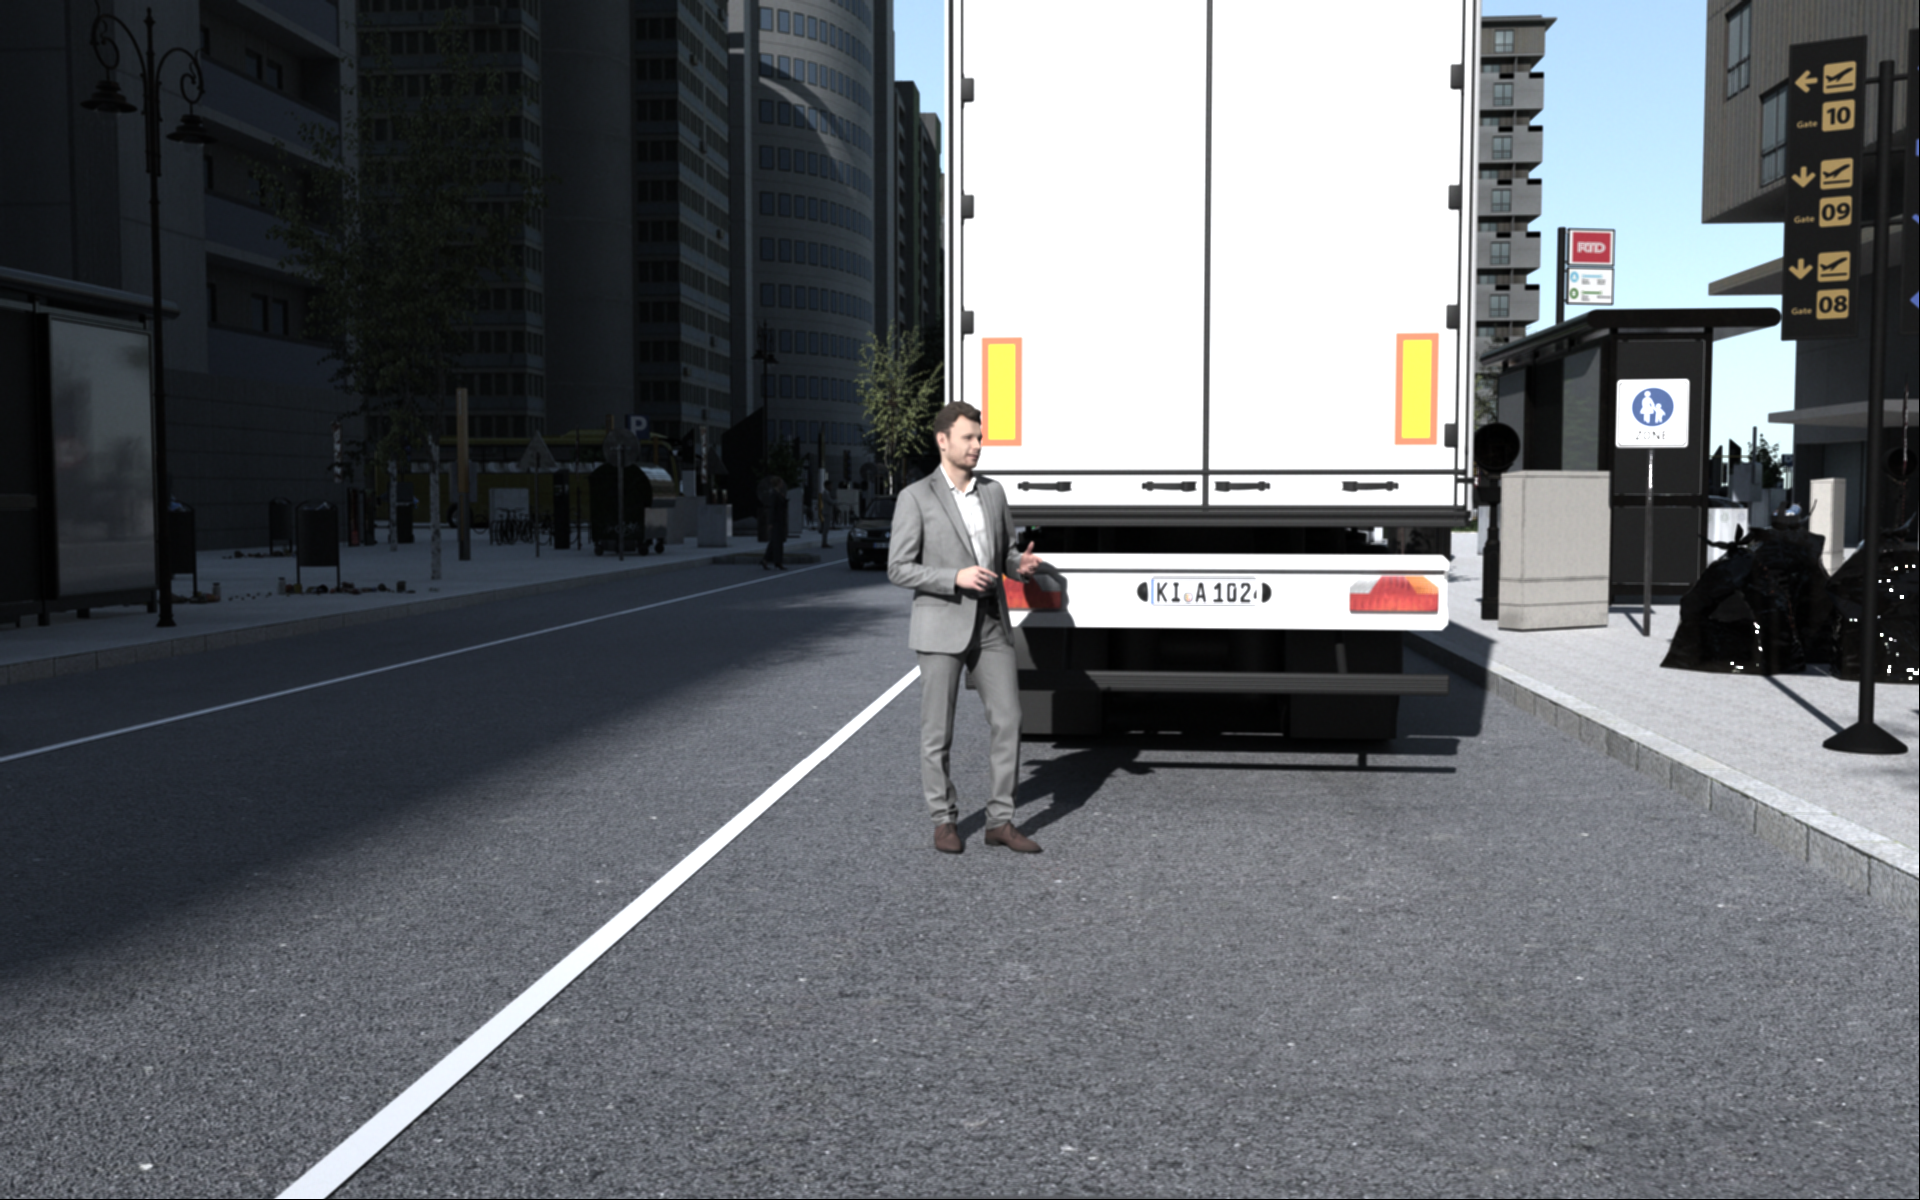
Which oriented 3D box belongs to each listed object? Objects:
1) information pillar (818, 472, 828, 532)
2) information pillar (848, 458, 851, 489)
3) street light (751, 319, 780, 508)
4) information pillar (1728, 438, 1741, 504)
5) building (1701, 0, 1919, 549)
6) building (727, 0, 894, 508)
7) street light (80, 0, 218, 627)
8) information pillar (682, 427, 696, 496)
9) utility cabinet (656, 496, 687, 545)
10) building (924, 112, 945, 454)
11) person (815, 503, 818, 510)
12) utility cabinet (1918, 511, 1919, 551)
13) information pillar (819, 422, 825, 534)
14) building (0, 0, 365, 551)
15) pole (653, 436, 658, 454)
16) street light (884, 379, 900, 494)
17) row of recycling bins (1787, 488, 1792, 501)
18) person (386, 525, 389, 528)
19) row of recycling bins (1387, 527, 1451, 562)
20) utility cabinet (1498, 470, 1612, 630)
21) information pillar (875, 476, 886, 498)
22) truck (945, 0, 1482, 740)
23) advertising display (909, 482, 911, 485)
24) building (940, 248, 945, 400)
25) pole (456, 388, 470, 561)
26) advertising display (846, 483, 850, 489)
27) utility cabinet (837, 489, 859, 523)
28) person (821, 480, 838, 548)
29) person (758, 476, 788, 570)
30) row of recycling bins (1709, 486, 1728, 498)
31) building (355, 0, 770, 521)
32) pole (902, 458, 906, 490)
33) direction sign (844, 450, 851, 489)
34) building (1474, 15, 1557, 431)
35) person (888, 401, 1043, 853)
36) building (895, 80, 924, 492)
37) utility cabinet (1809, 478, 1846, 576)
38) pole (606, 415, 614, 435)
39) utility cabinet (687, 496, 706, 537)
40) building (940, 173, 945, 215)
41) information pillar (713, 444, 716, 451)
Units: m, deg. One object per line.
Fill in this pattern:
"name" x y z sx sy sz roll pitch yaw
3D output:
"information pillar" -4.644 -3.309 58.601 0.304 2.012 0.304 0 4 3
"information pillar" -7.191 -7.381 112.026 0.183 3.616 0.504 -2 4 -33
"street light" -5.148 -4.473 45.919 0.468 5.910 1.993 0 4 5
"information pillar" 32.596 -4.990 72.944 0.504 3.616 0.183 1 4 9
"building" 32.342 -27.084 32.057 28.713 52.752 27.495 0 4 5
"building" -17.072 -35.721 126.034 21.231 58.520 28.212 0 4 5
"street light" -7.699 -2.681 16.621 0.468 5.910 1.993 0 4 5
"information pillar" -9.458 -4.229 60.504 0.504 3.616 0.183 1 4 15
"utility cabinet" -7.411 -2.022 44.216 0.306 1.237 1.020 1 4 17
"building" -9.666 -30.427 181.070 14.154 41.232 14.086 0 4 5
"person" -5.296 -3.564 66.681 0.656 1.842 0.836 1 4 15
"utility cabinet" 10.945 -0.463 18.734 1.020 1.237 0.306 2 4 29
"information pillar" -4.457 -3.955 56.019 0.183 3.616 0.504 1 4 10
"building" -30.616 -30.611 42.483 28.212 58.520 21.231 0 4 5
"pole" -10.690 -4.103 60.930 0.158 3.312 0.155 0 3 0
"street light" -2.714 -5.939 69.896 0.468 5.910 1.993 0 4 5
"row of recycling bins" 50.071 -5.775 101.535 3.534 1.692 1.069 -1 4 -17
"person" -22.685 -3.466 69.444 0.640 1.303 0.475 0 4 -7
"row of recycling bins" 8.677 -1.553 32.508 1.069 1.692 3.534 1 4 21
"utility cabinet" 5.650 -0.476 16.464 1.173 1.500 0.318 -2 4 -30
"information pillar" -3.181 -3.924 68.642 0.304 2.012 0.304 -2 4 -31
"truck" 1.775 -1.503 13.486 2.839 4.237 11.283 0 4 7
"advertising display" -1.860 -4.504 78.853 0.974 1.923 0.123 1 4 18
"building" -9.186 -25.934 195.718 14.160 30.474 14.107 0 4 5
"pole" -9.581 -2.420 33.404 0.158 3.312 0.155 0 3 0
"advertising display" -6.507 -5.843 100.742 0.123 1.923 0.974 0 4 3
"utility cabinet" -4.908 -4.115 75.965 0.318 1.500 1.173 -3 5 -45
"person" -3.483 -2.300 46.282 0.466 1.800 0.511 -1 4 -18
"person" -3.510 -1.456 32.728 0.534 1.772 0.576 -1 4 -20
"row of recycling bins" 37.771 -4.849 86.392 3.534 1.692 1.069 -1 4 -16
"building" -25.832 -24.547 93.230 32.217 40.220 23.993 0 4 5
"pole" -3.133 -6.323 97.230 0.158 3.312 0.155 0 3 0
"direction sign" -5.828 -5.961 89.451 0.379 3.537 0.876 1 4 18
"building" 47.761 -36.806 191.016 28.713 52.752 27.495 0 4 5
"person" 0.052 0.110 6.901 0.606 1.804 0.583 -3 4 -37
"building" -11.630 -29.574 167.133 14.154 41.232 14.086 0 4 5
"utility cabinet" 12.087 -0.948 24.176 0.318 1.500 1.173 2 4 34
"pole" -9.010 -3.110 44.688 0.158 3.312 0.155 0 3 0
"utility cabinet" -8.082 -2.483 51.751 1.020 1.237 0.306 -3 5 -43
"building" -5.786 -39.188 264.432 21.300 48.544 21.600 0 4 5
"information pillar" -11.454 -5.450 80.464 0.183 3.616 0.504 -2 4 -26
